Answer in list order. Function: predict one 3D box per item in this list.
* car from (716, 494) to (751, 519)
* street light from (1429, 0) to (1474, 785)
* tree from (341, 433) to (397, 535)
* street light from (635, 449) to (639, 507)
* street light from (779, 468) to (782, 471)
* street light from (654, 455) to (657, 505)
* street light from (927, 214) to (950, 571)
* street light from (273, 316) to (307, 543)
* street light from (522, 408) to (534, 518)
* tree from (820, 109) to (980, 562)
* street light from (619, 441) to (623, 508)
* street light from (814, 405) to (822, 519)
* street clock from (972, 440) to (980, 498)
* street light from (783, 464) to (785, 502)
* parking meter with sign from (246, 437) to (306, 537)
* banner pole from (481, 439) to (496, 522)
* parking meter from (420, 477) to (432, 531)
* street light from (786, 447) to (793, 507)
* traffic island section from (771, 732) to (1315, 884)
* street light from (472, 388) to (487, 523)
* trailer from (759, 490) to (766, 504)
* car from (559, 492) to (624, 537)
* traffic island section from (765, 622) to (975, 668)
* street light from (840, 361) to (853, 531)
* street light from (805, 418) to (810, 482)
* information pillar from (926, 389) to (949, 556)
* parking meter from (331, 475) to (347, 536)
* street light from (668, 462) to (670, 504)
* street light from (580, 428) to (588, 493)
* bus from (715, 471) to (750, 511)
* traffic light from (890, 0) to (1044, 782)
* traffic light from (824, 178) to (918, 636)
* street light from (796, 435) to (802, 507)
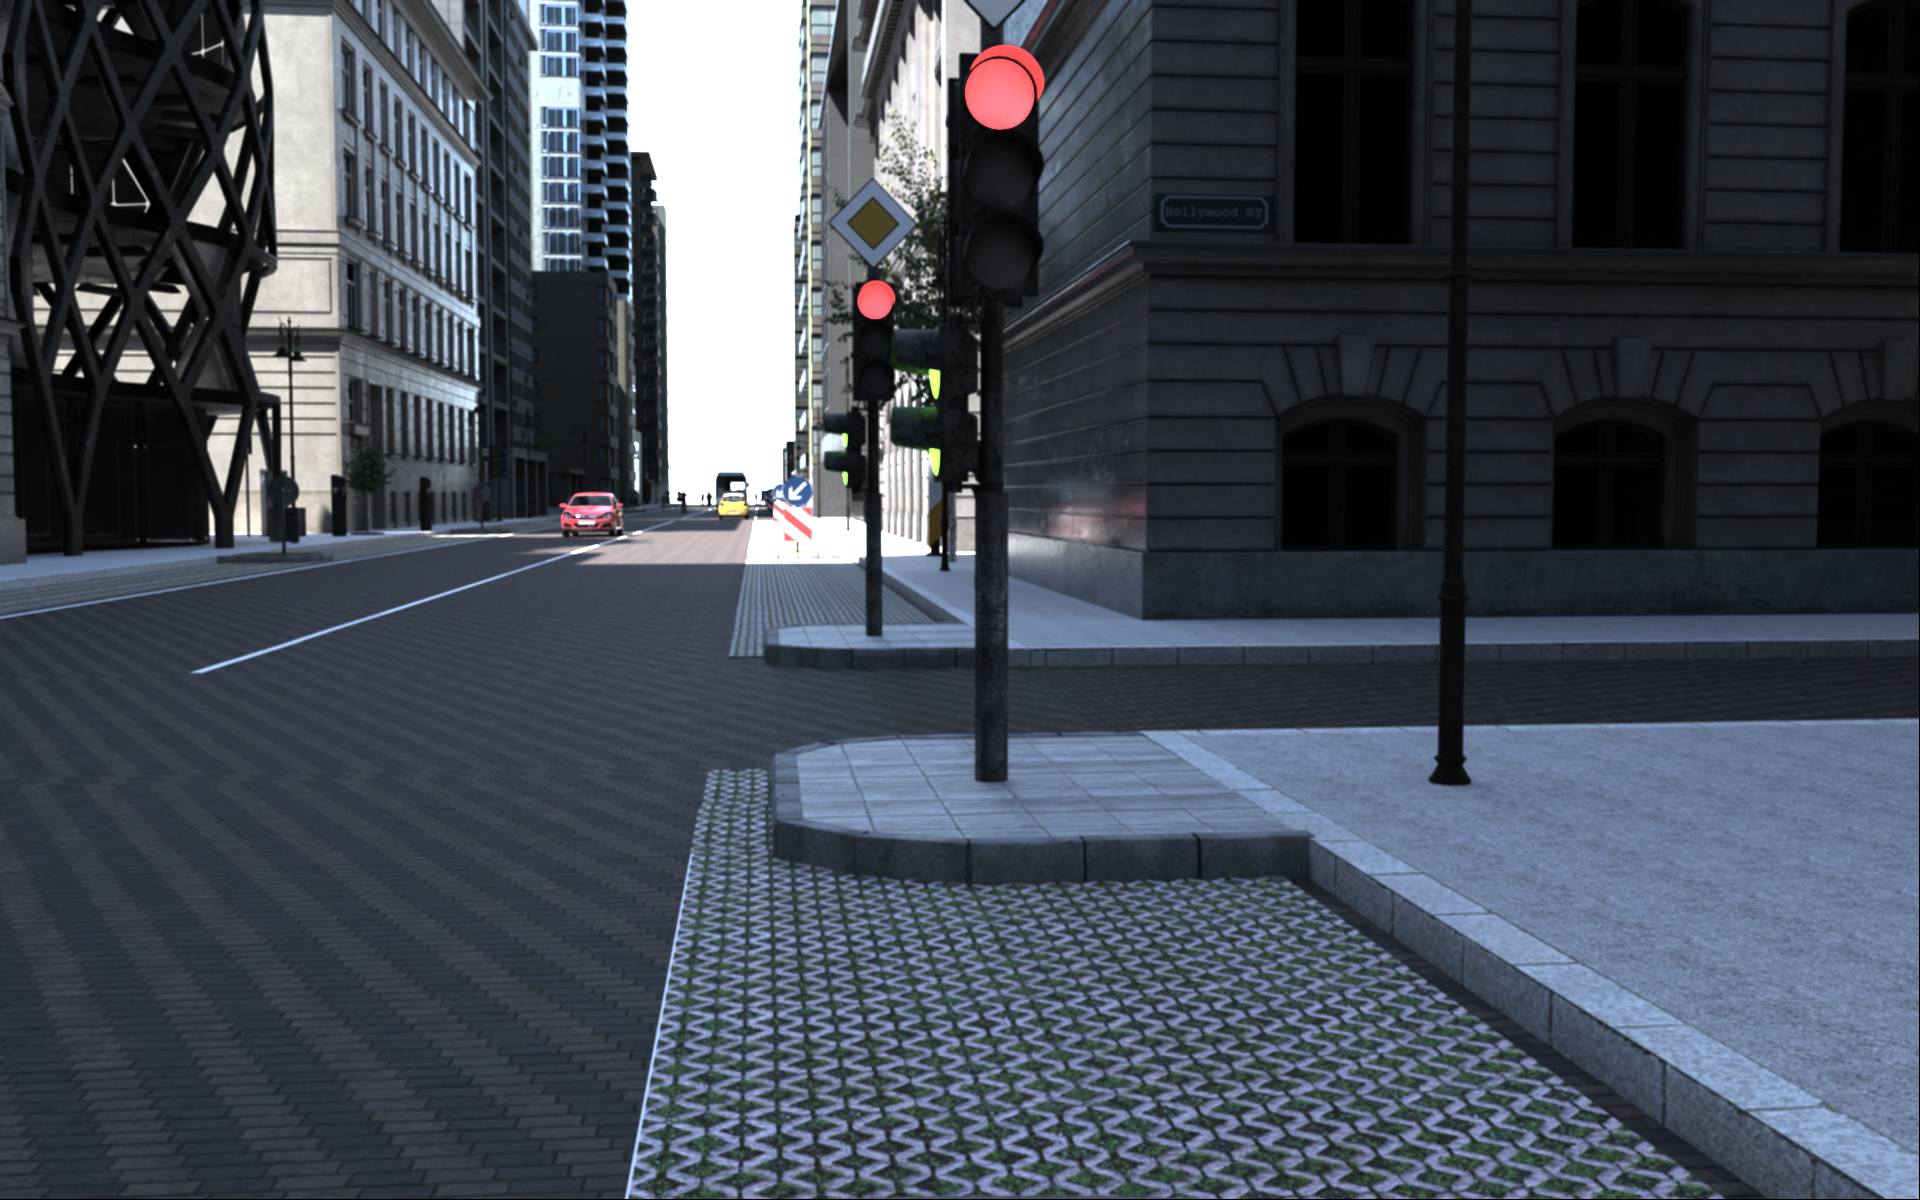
[{"bbox_3d":[-13.005,-5.461,99.515,2.015,1.641,3.980,0,4,-8],"label":"car"},{"bbox_3d":[2.182,-2.125,7.533,0.468,5.910,1.993,0,4,-7],"label":"street light"},{"bbox_3d":[-18.690,-3.688,54.903,1.663,3.219,1.824,0,3,0],"label":"tree"},{"bbox_3d":[-32.259,-12.257,173.186,0.468,5.910,1.993,0,4,-7],"label":"street light"},{"bbox_3d":[-22.153,-15.002,218.065,0.468,5.910,1.993,0,4,-7],"label":"street light"},{"bbox_3d":[-35.740,-14.114,203.553,0.468,5.910,1.993,0,4,-7],"label":"street light"},{"bbox_3d":[-0.253,-3.426,28.808,0.468,5.910,1.993,0,4,-7],"label":"street light"},{"bbox_3d":[-17.428,-4.427,45.170,0.468,5.910,1.993,0,4,-7],"label":"street light"},{"bbox_3d":[-22.784,-7.261,91.497,0.468,5.910,1.993,0,4,-7],"label":"street light"},{"bbox_3d":[-0.357,-5.026,32.534,4.737,8.622,4.395,0,3,0],"label":"tree"},{"bbox_3d":[-29.822,-10.980,152.309,0.468,5.910,1.993,0,4,-7],"label":"street light"},{"bbox_3d":[-7.341,-7.170,90.015,0.468,5.910,1.993,0,4,-7],"label":"street light"},{"bbox_3d":[0.328,-1.148,23.345,0.471,2.002,0.358,-3,5,-42],"label":"street clock"},{"bbox_3d":[-18.602,-13.089,186.790,0.468,5.910,1.993,0,4,-7],"label":"street light"},{"bbox_3d":[-20.821,-3.447,52.618,1.738,3.016,0.543,-3,5,-45],"label":"parking meter with sign"},{"bbox_3d":[-21.404,-5.423,78.689,0.401,3.779,0.863,2,4,29],"label":"banner pole"},{"bbox_3d":[-18.641,-3.347,60.429,0.255,1.863,0.399,1,4,9],"label":"parking meter"},{"bbox_3d":[-16.214,-11.828,166.175,0.468,5.910,1.993,0,4,-7],"label":"street light"},{"bbox_3d":[0.163,0.887,7.779,2.009,0.180,2.903,0,4,-7],"label":"traffic island section"},{"bbox_3d":[-20.925,-6.283,75.511,0.468,5.910,1.993,0,4,-7],"label":"street light"},{"bbox_3d":[-27.407,-14.412,242.686,1.471,1.999,3.904,0,4,-6],"label":"trailer"},{"bbox_3d":[-12.608,-3.086,59.502,2.155,1.783,4.494,0,4,-6],"label":"car"},{"bbox_3d":[-0.757,0.402,15.712,2.009,0.180,2.903,0,4,-7],"label":"traffic island section"},{"bbox_3d":[-3.867,-5.317,59.726,0.468,5.910,1.993,0,4,-7],"label":"street light"},{"bbox_3d":[-9.180,-8.108,105.347,0.468,5.910,1.993,0,4,-7],"label":"street light"},{"bbox_3d":[-0.436,-2.720,35.829,0.504,3.616,0.183,2,4,24],"label":"information pillar"},{"bbox_3d":[-18.931,-2.881,52.815,0.399,1.863,0.255,1,4,21],"label":"parking meter"},{"bbox_3d":[-39.251,-15.966,233.838,0.468,5.910,1.993,0,4,-7],"label":"street light"},{"bbox_3d":[-26.405,-9.127,122.013,0.468,5.910,1.993,0,4,-7],"label":"street light"},{"bbox_3d":[-19.263,-9.273,146.471,2.948,3.499,13.247,0,4,-7],"label":"bus"},{"bbox_3d":[0.122,-1.146,7.661,0.839,4.253,0.868,0,4,-7],"label":"traffic light"},{"bbox_3d":[-0.798,-1.631,15.593,0.839,4.253,0.868,0,4,-7],"label":"traffic light"},{"bbox_3d":[-12.622,-9.960,135.639,0.468,5.910,1.993,0,4,-7],"label":"street light"}]
